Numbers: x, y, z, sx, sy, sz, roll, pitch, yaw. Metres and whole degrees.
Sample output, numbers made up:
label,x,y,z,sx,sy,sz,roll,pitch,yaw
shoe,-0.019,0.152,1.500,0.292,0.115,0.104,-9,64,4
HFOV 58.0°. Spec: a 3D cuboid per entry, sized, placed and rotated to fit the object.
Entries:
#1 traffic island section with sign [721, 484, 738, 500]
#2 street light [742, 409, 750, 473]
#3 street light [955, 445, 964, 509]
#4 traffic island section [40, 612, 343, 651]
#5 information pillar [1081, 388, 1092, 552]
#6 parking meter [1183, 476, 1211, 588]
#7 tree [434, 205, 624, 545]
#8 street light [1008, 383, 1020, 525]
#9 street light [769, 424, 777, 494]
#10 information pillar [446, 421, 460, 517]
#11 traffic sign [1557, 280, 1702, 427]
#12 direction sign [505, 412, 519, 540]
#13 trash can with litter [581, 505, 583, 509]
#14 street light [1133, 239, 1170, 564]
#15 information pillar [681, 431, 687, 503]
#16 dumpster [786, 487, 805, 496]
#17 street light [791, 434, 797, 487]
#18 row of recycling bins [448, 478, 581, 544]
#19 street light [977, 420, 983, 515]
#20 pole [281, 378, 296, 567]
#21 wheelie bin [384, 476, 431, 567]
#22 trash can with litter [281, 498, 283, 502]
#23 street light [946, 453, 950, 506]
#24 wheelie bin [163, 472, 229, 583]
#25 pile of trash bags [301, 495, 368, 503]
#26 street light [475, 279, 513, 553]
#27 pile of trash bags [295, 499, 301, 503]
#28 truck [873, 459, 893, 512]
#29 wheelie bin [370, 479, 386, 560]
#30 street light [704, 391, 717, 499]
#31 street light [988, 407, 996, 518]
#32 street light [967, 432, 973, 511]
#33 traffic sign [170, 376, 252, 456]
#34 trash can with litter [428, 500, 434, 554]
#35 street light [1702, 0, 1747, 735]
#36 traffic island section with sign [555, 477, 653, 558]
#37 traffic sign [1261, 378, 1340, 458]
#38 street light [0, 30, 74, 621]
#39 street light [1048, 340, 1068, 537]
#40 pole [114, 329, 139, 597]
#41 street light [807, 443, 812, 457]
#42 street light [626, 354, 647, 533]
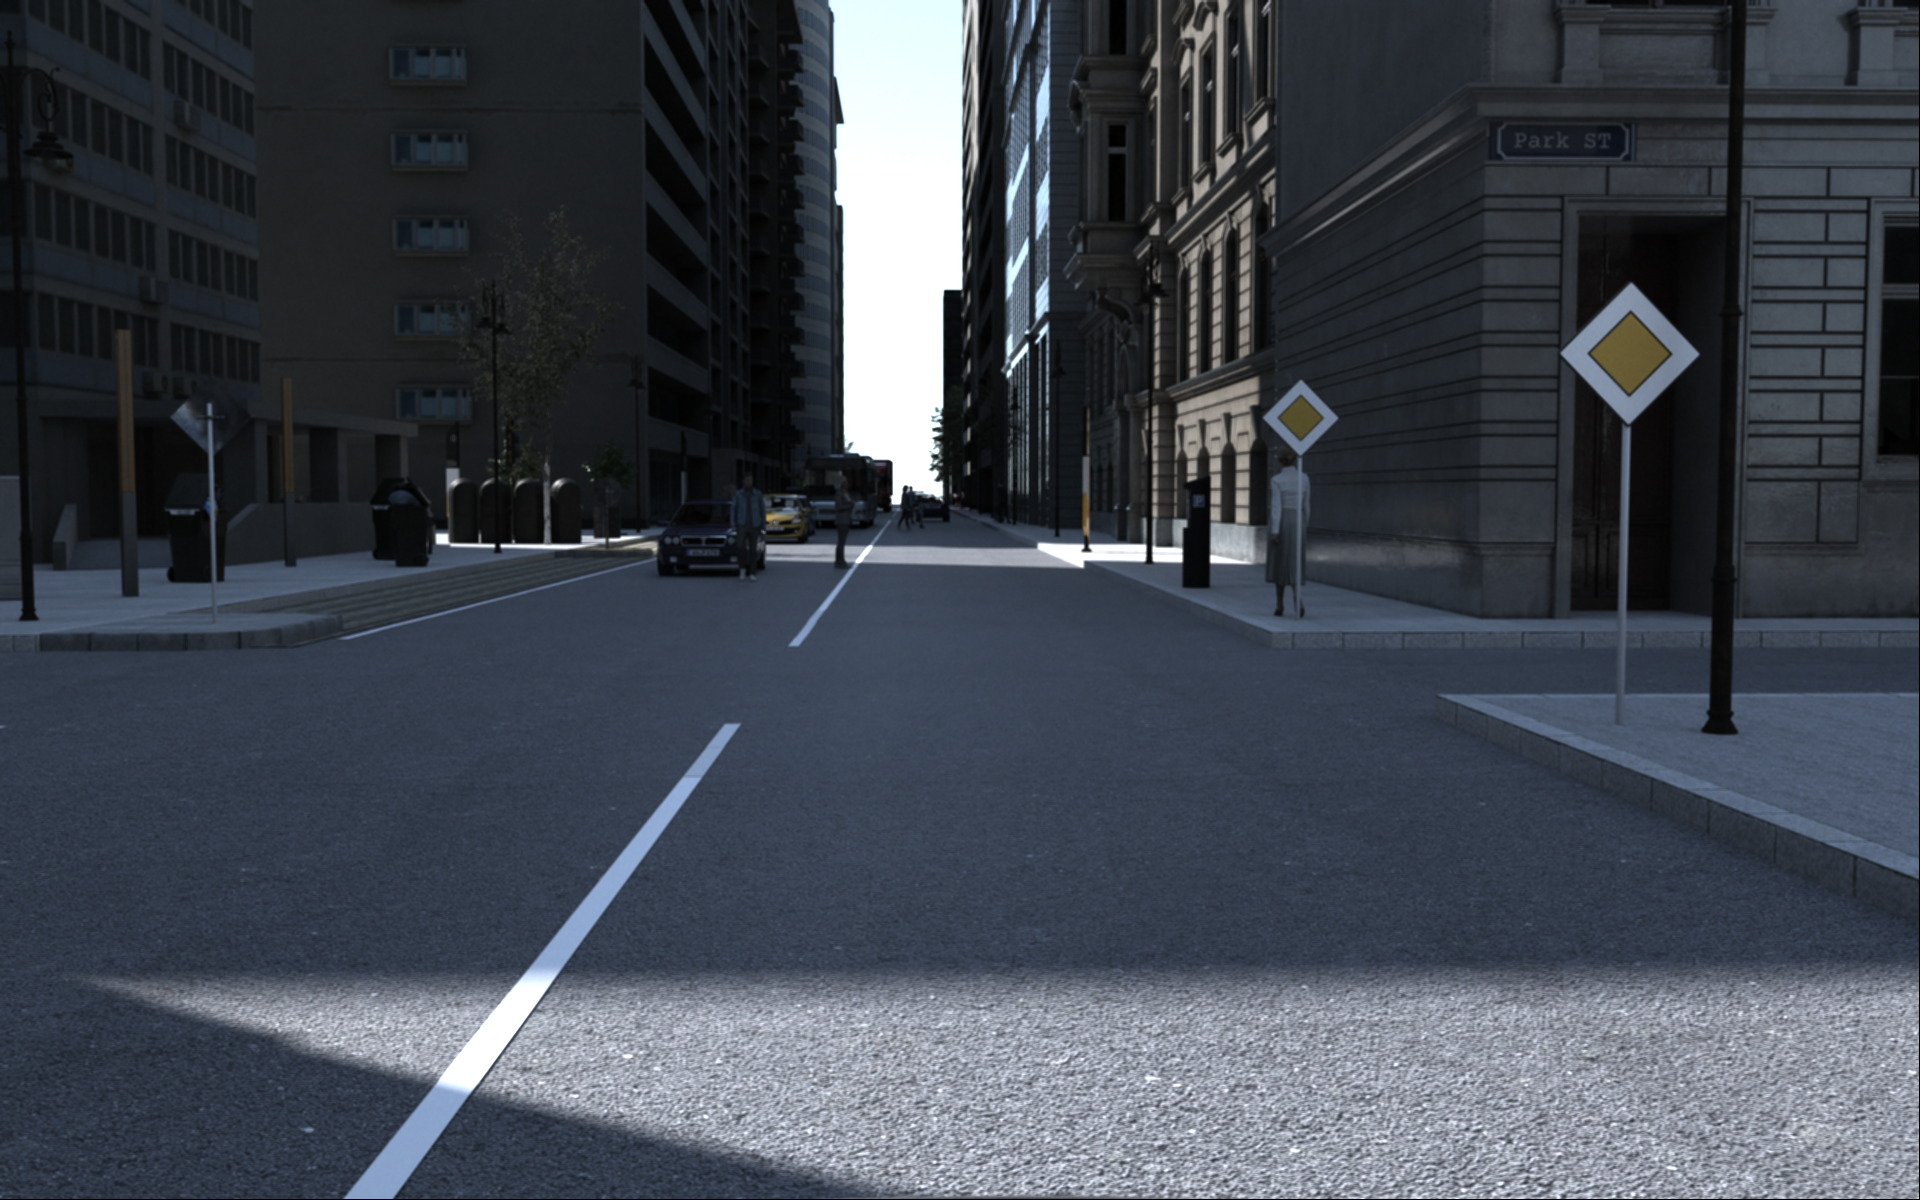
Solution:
label,x,y,z,sx,sy,sz,roll,pitch,yaw
traffic island section with sign,-8.900,-3.577,67.117,1.989,1.847,2.006,0,4,-2
street light,-11.591,-7.405,93.857,0.468,5.910,1.993,0,4,-2
street light,0.083,-10.768,148.841,0.468,5.910,1.993,0,4,-2
traffic island section,-7.462,0.306,17.278,2.009,0.180,2.903,0,4,-2
information pillar,2.793,-2.870,38.277,0.183,3.616,0.504,1,4,12
parking meter,3.246,-0.939,23.759,0.372,1.533,0.369,0,3,0
tree,-10.671,-5.700,43.551,4.360,8.622,3.978,0,3,0
street light,2.267,-6.072,72.061,0.468,5.910,1.993,0,4,-2
street light,-12.309,-8.637,114.003,0.468,5.910,1.993,0,4,-2
information pillar,-16.243,-3.925,55.523,0.504,3.616,0.183,2,4,25
traffic sign,3.680,-0.448,9.520,0.795,2.593,0.064,0,4,-2
direction sign,-12.439,-3.437,48.199,0.379,3.537,0.876,0,4,7
trash can with litter,-12.754,-2.729,56.009,0.624,1.170,1.055,2,4,35
street light,3.483,-3.602,31.688,0.468,5.910,1.993,0,4,-2
information pillar,-10.225,-4.454,64.172,0.183,3.616,0.504,0,4,5
dumpster,-9.737,-5.973,105.881,1.865,1.857,1.264,0,4,-1
street light,-12.869,-9.856,133.935,0.468,5.910,1.993,0,4,-2
row of recycling bins,-11.662,-2.338,45.342,3.534,1.692,1.069,0,4,2
street light,1.284,-8.273,108.052,0.468,5.910,1.993,0,4,-2
pole,-11.839,-2.244,30.532,0.158,3.312,0.155,0,3,0
wheelie bin,-9.745,-1.393,30.684,0.693,1.594,0.980,-1,4,-15
trash can with litter,-20.106,-2.437,51.238,0.624,1.170,1.055,-1,4,-18
street light,-1.152,-13.305,190.324,0.468,5.910,1.993,0,4,-2
wheelie bin,-11.138,-1.061,25.257,0.980,1.594,0.693,1,4,15
pile of trash bags,-18.029,-2.617,52.548,1.912,1.369,3.447,1,4,12
street light,-10.053,-3.958,37.496,0.468,5.910,1.993,0,4,-2
pile of trash bags,-22.007,-3.030,59.295,1.912,1.369,3.447,-1,4,-23
truck,-6.879,-9.356,141.876,2.839,4.237,11.283,0,4,0
wheelie bin,-11.063,-1.585,33.830,0.980,1.594,0.693,2,4,35
street light,-11.160,-6.400,77.426,0.468,5.910,1.993,0,4,-2
street light,1.711,-7.306,92.247,0.468,5.910,1.993,0,4,-2
street light,0.760,-9.492,127.984,0.468,5.910,1.993,0,4,-2
traffic sign,-7.439,-0.919,17.211,0.795,2.593,0.064,0,4,-2
trash can with litter,-11.620,-1.535,36.490,1.055,1.170,0.624,-1,4,-10
street light,4.086,-2.223,9.136,0.468,5.910,1.993,0,4,-2
traffic island section with sign,-8.111,-1.899,39.675,1.989,1.847,2.006,0,4,-2
traffic sign,3.452,-0.936,17.502,0.795,2.593,0.064,0,4,-2
street light,-9.462,-2.730,17.422,0.468,5.910,1.993,0,4,-2
street light,2.926,-4.846,52.014,0.468,5.910,1.993,0,4,-2
pole,-10.390,-1.697,21.591,0.158,3.312,0.155,0,3,0
street light,-13.375,-11.075,153.868,0.468,5.910,1.993,0,4,-2
street light,-10.698,-5.177,57.425,0.468,5.910,1.993,0,4,-2
